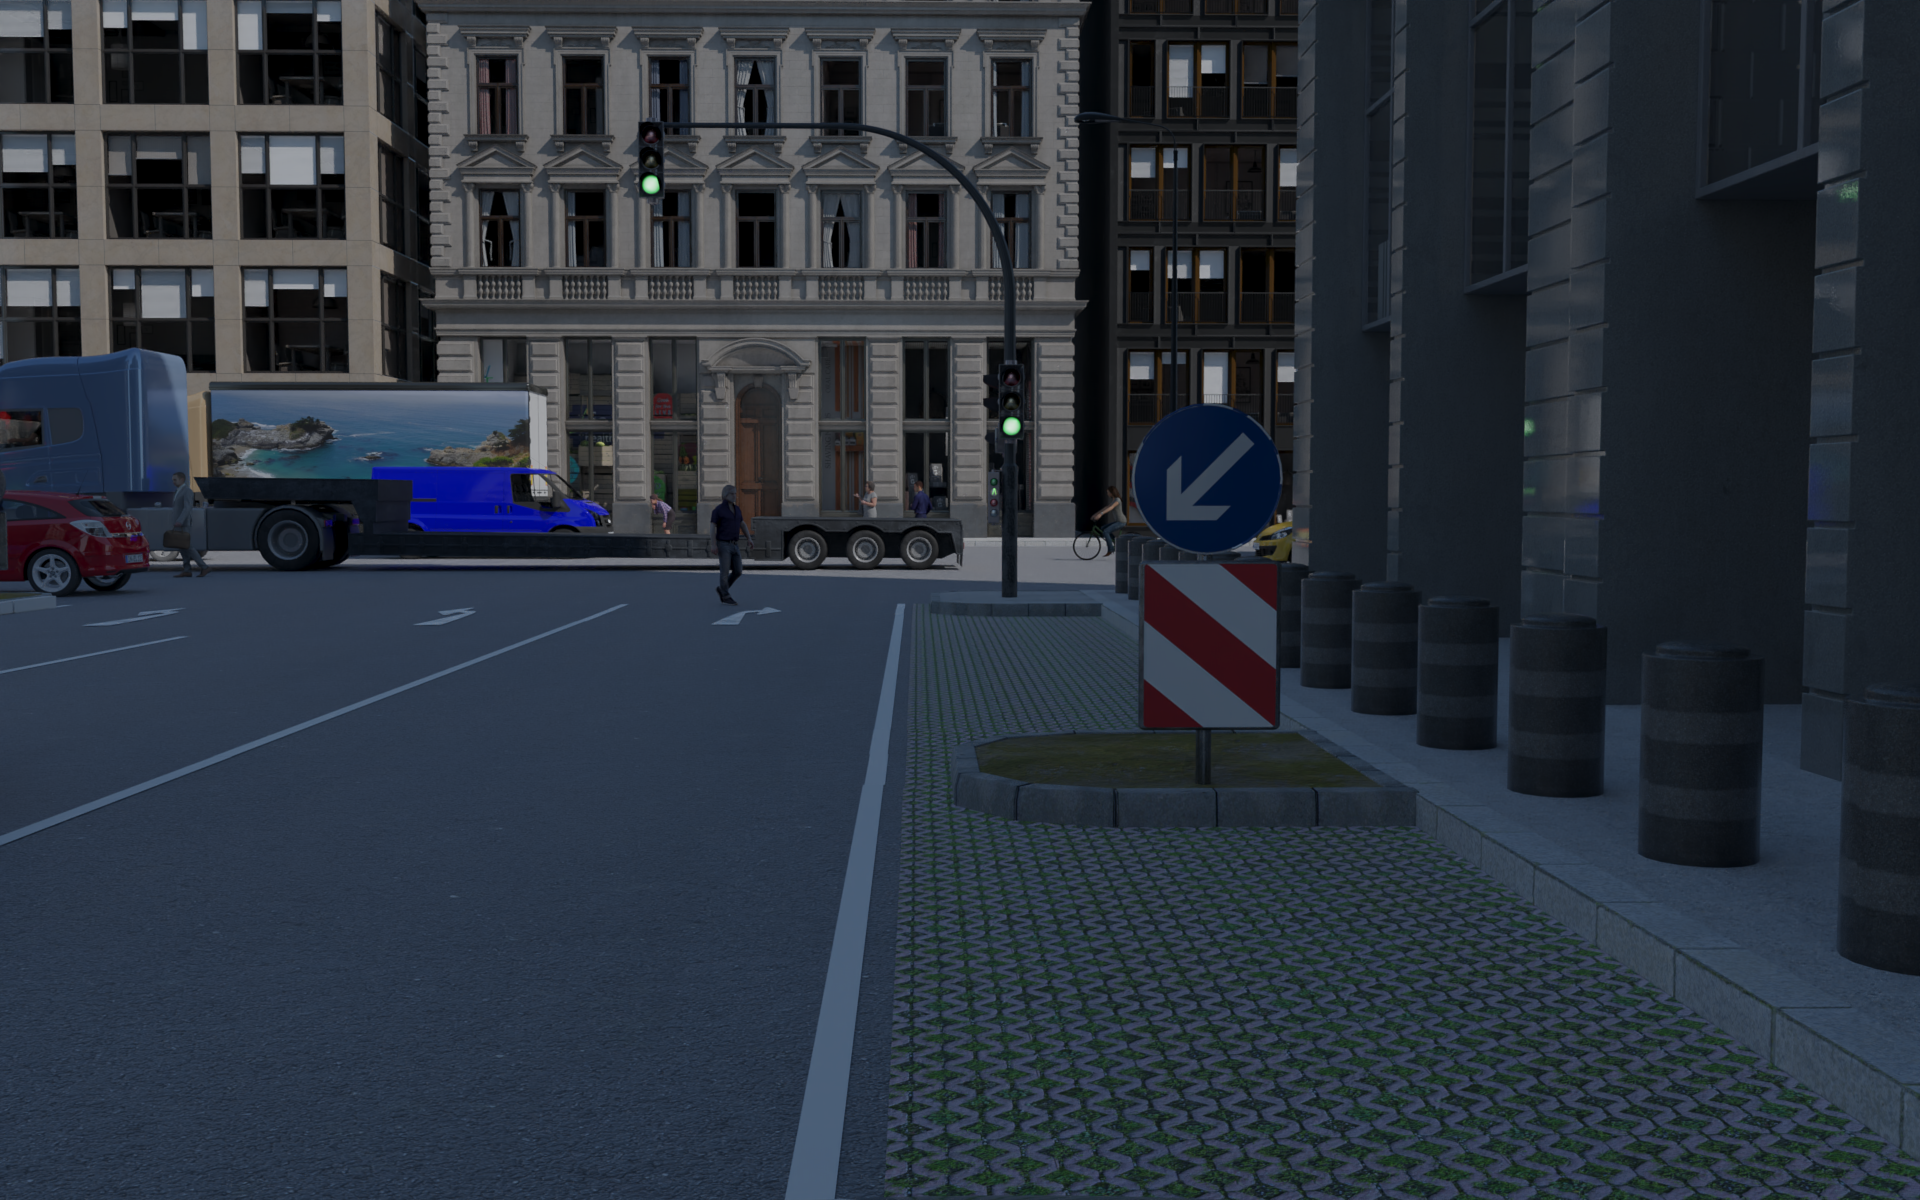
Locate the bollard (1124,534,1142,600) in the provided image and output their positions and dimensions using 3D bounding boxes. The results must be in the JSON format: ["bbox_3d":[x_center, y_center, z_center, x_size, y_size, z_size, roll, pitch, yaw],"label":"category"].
[{"bbox_3d":[2.246,-0.389,21.083,0.404,0.777,0.398,0,3,0],"label":"bollard"}]

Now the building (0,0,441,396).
[{"bbox_3d":[-33.669,-15.459,57.271,34.151,26.468,19.350,0,4,-1],"label":"building"}]

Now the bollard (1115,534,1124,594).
[{"bbox_3d":[2.212,-0.473,22.453,0.404,0.777,0.398,0,3,0],"label":"bollard"}]

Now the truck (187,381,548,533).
[{"bbox_3d":[-16.442,-3.394,44.413,11.283,4.237,2.839,0,4,-3],"label":"truck"}]

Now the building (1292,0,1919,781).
[{"bbox_3d":[9.526,-13.874,4.327,11.434,29.767,29.804,0,4,-1],"label":"building"}]

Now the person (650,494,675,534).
[{"bbox_3d":[-7.541,-1.969,43.918,0.697,1.427,0.421,-3,5,-40],"label":"person"}]

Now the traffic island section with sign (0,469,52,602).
[{"bbox_3d":[-12.479,-0.817,21.494,2.006,1.907,1.989,0,4,-1],"label":"traffic island section with sign"}]

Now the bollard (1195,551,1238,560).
[{"bbox_3d":[2.379,-0.057,15.642,0.404,0.777,0.398,0,3,0],"label":"bollard"}]

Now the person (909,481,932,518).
[{"bbox_3d":[-0.992,-1.962,41.289,0.504,1.737,0.576,1,4,22],"label":"person"}]

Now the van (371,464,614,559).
[{"bbox_3d":[-10.437,-2.105,38.804,5.245,2.365,2.240,0,3,0],"label":"van"}]

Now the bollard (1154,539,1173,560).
[{"bbox_3d":[2.315,-0.223,18.361,0.404,0.777,0.398,0,3,0],"label":"bollard"}]

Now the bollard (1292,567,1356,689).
[{"bbox_3d":[2.480,0.193,11.565,0.404,0.777,0.398,0,3,0],"label":"bollard"}]

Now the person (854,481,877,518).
[{"bbox_3d":[-2.509,-2.250,45.642,0.532,1.782,0.716,-2,4,-33],"label":"person"}]

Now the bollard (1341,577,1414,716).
[{"bbox_3d":[2.512,0.276,10.200,0.404,0.777,0.398,0,3,0],"label":"bollard"}]

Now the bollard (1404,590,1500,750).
[{"bbox_3d":[2.542,0.359,8.842,0.404,0.777,0.398,0,3,0],"label":"bollard"}]

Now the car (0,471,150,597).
[{"bbox_3d":[-14.073,-0.965,24.824,4.494,1.783,2.155,0,4,-2],"label":"car"}]

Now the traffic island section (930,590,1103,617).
[{"bbox_3d":[0.630,0.043,21.574,2.009,0.180,2.903,0,4,-1],"label":"traffic island section"}]

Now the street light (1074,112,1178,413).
[{"bbox_3d":[2.088,-2.980,21.265,1.470,5.913,1.316,0,4,-1],"label":"street light"}]

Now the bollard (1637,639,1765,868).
[{"bbox_3d":[2.614,0.526,6.116,0.404,0.777,0.398,0,3,0],"label":"bollard"}]

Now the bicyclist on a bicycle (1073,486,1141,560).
[{"bbox_3d":[3.228,-1.670,37.324,1.625,1.676,1.499,0,4,-3],"label":"bicyclist on a bicycle"}]

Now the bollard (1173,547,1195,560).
[{"bbox_3d":[2.347,-0.140,17.000,0.404,0.777,0.398,0,3,0],"label":"bollard"}]

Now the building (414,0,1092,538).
[{"bbox_3d":[-5.989,-13.797,54.459,19.941,23.489,11.050,0,4,-1],"label":"building"}]

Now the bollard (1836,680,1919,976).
[{"bbox_3d":[2.643,0.609,4.757,0.404,0.777,0.398,0,3,0],"label":"bollard"}]

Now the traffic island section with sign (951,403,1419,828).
[{"bbox_3d":[0.958,0.018,8.340,1.989,1.847,2.006,0,4,-1],"label":"traffic island section with sign"}]

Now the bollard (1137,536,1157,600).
[{"bbox_3d":[2.275,-0.306,19.722,0.404,0.777,0.398,0,3,0],"label":"bollard"}]

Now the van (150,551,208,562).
[{"bbox_3d":[-18.170,-1.860,37.415,4.112,2.044,2.013,0,4,0],"label":"van"}]

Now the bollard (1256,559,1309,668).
[{"bbox_3d":[2.444,0.110,12.923,0.404,0.777,0.398,0,3,0],"label":"bollard"}]

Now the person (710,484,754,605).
[{"bbox_3d":[-2.969,-0.716,22.416,0.569,1.553,0.471,-1,4,-16],"label":"person"}]

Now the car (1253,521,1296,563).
[{"bbox_3d":[7.518,-1.363,32.504,3.980,1.641,2.015,0,4,-2],"label":"car"}]

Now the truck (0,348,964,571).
[{"bbox_3d":[-9.355,-2.653,33.143,18.799,4.110,2.967,0,4,-3],"label":"truck"}]

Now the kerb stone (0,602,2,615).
[{"bbox_3d":[-11.408,0.123,20.268,0.120,0.150,1.000,0,4,-1],"label":"kerb stone"}]

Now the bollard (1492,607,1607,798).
[{"bbox_3d":[2.579,0.442,7.483,0.404,0.777,0.398,0,3,0],"label":"bollard"}]

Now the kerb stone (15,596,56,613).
[{"bbox_3d":[-11.424,0.055,21.297,0.120,0.150,1.000,0,4,-1],"label":"kerb stone"}]

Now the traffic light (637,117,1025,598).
[{"bbox_3d":[-1.500,-2.850,21.267,4.771,5.953,1.251,0,4,-1],"label":"traffic light"}]

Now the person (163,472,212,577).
[{"bbox_3d":[-13.362,-1.294,29.778,0.709,1.813,0.853,3,5,43],"label":"person"}]

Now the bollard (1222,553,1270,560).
[{"bbox_3d":[2.413,0.027,14.284,0.404,0.777,0.398,0,3,0],"label":"bollard"}]

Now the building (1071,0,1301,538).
[{"bbox_3d":[12.046,-13.830,55.804,15.834,23.373,12.332,0,4,-1],"label":"building"}]
